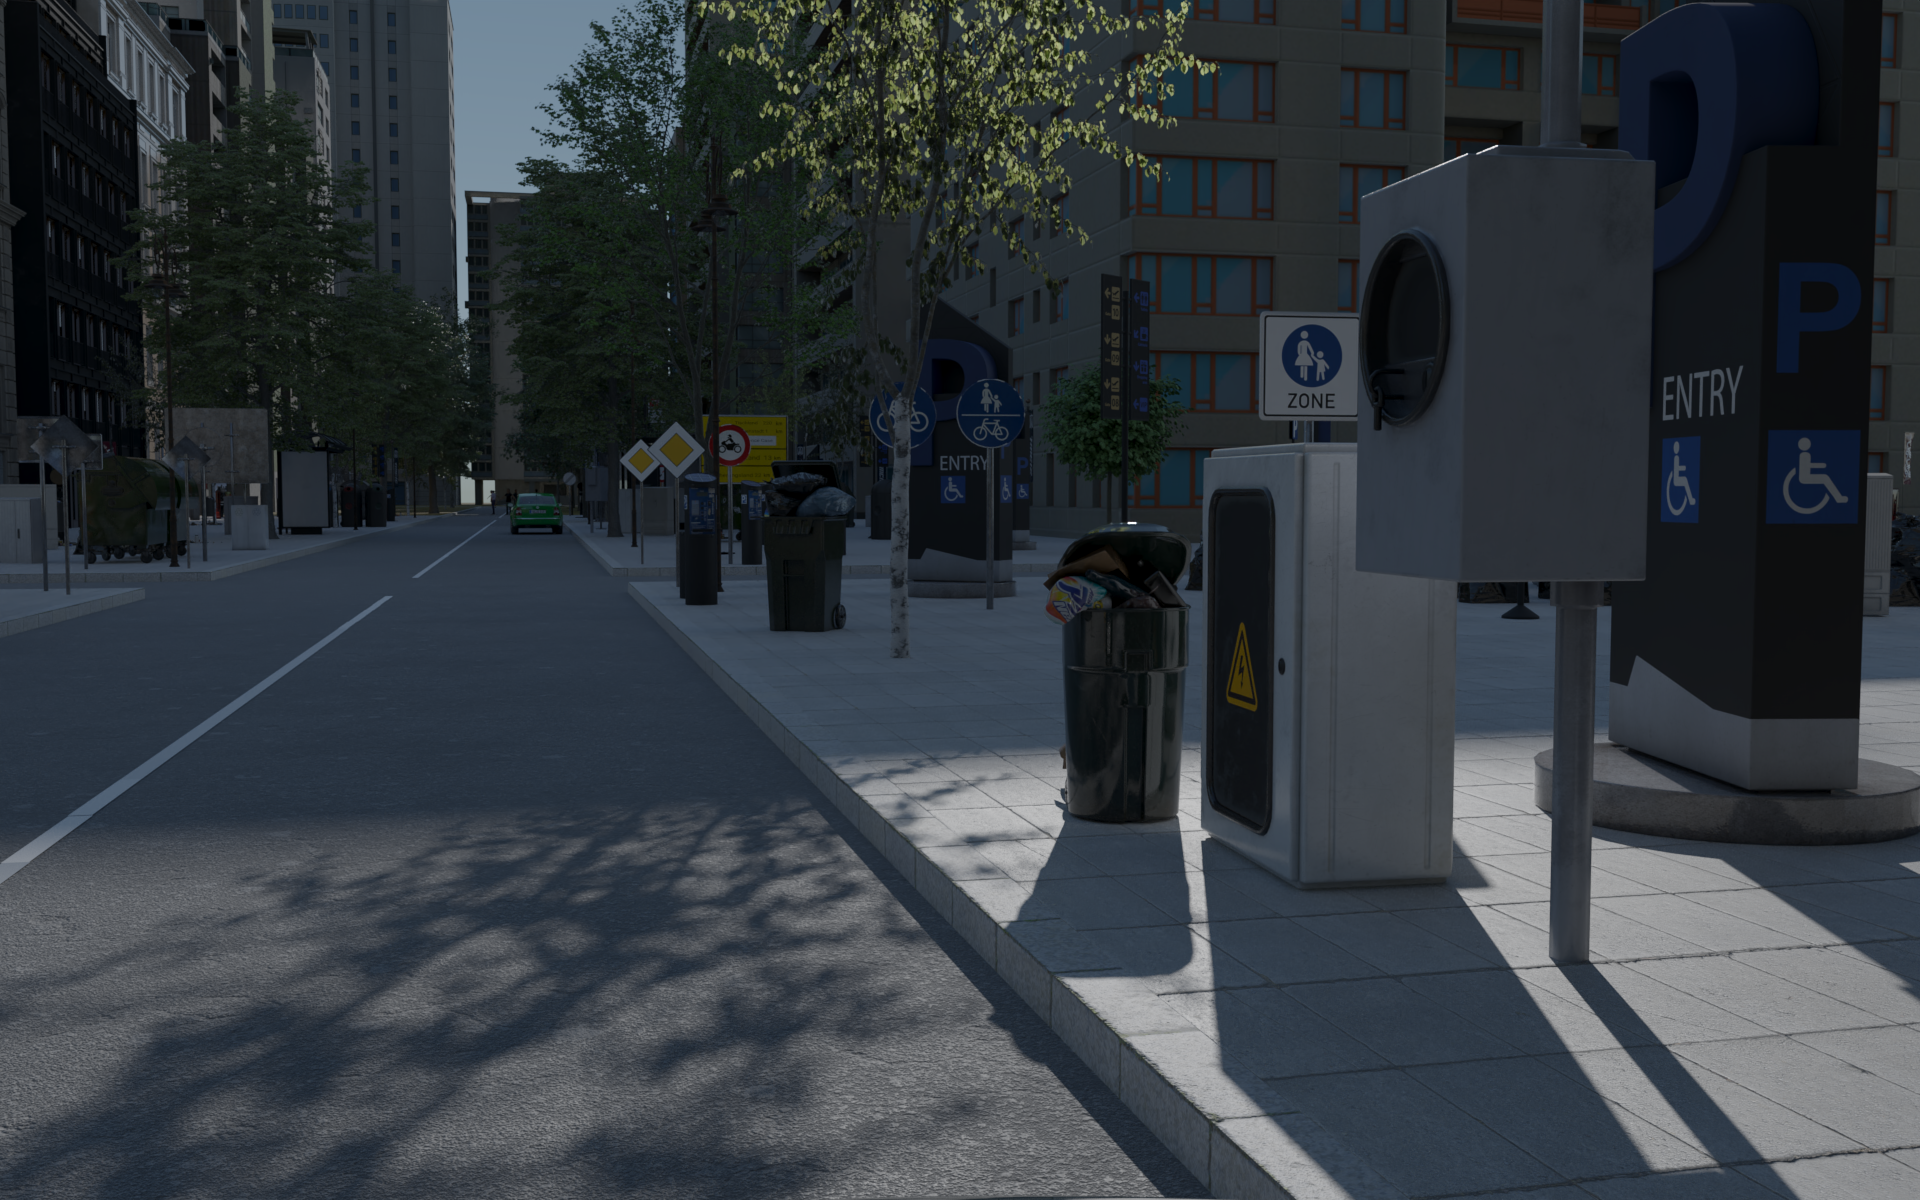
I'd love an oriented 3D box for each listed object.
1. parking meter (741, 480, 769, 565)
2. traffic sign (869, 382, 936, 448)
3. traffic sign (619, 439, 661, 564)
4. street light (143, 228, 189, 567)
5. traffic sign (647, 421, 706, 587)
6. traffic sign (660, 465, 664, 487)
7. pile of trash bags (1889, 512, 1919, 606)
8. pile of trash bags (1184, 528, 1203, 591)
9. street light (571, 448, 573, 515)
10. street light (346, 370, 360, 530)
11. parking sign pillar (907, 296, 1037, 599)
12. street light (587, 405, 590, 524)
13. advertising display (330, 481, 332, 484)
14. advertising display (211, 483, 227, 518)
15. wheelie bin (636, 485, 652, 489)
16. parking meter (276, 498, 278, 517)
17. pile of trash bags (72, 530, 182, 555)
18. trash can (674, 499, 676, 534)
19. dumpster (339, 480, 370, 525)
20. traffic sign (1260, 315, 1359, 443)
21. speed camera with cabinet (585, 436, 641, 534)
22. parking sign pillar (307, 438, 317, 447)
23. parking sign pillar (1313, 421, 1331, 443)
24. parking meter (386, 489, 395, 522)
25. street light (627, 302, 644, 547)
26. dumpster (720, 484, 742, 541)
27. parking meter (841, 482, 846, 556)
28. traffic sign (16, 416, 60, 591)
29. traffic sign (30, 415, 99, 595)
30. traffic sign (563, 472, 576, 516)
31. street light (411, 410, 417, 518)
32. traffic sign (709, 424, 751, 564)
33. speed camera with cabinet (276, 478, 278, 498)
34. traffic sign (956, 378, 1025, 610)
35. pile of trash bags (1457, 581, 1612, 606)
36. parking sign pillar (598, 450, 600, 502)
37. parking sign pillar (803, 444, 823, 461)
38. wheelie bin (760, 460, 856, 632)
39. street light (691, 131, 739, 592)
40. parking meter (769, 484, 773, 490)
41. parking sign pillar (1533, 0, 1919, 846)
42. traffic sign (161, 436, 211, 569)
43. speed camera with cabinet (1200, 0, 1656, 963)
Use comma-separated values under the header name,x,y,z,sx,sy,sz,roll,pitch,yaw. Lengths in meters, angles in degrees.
name,x,y,z,sx,sy,sz,roll,pitch,yaw
parking meter,-3.781,-1.409,31.447,0.372,1.533,0.369,0,3,0
traffic sign,-0.655,-1.202,19.751,0.768,2.556,0.104,0,4,-5
traffic sign,-5.811,-1.710,31.605,0.795,2.450,0.064,-1,4,-14
street light,-13.845,-3.521,30.349,0.468,5.910,1.993,-1,4,-14
traffic sign,-3.898,-1.236,23.851,0.795,2.450,0.064,-1,4,-14
traffic sign,-12.860,-4.572,74.855,0.768,2.556,0.104,0,4,-7
pile of trash bags,12.138,-0.620,19.895,3.447,1.369,1.912,2,4,28
pile of trash bags,4.352,-0.887,24.256,1.912,1.369,3.447,1,4,21
street light,-23.391,-8.042,104.279,0.468,5.910,1.993,-1,4,-14
street light,-21.567,-5.435,61.642,0.468,5.910,1.993,-1,4,-14
parking sign pillar,-0.006,-2.040,21.829,1.447,3.967,1.447,2,4,26
street light,-15.659,-6.130,73.014,0.468,5.910,1.993,-1,4,-14
advertising display,-29.660,-4.685,81.820,0.123,1.923,0.974,-2,4,-28
advertising display,-40.352,-5.454,94.381,0.123,1.923,0.974,2,4,27
wheelie bin,-10.791,-3.116,58.847,0.980,1.594,0.693,-2,4,-30
parking meter,-38.038,-5.410,96.866,0.372,1.533,0.369,0,3,0
pile of trash bags,-18.038,-1.741,38.219,1.912,1.369,3.447,0,4,-4
trash can,-9.355,-2.685,55.549,0.748,1.137,0.748,0,3,0
dumpster,-24.419,-3.933,70.070,1.264,1.857,1.865,-1,4,-14
traffic sign,1.972,-0.471,9.830,0.606,2.300,0.079,-1,4,-11
speed camera with cabinet,-11.364,-3.825,56.876,2.038,3.252,0.660,2,4,32
parking sign pillar,-26.411,-5.041,70.889,1.447,3.967,1.447,0,4,-4
parking sign pillar,8.867,-3.342,43.122,1.447,3.967,1.447,0,4,2
parking meter,-26.591,-4.432,80.867,0.372,1.533,0.369,0,3,0
street light,-7.883,-4.219,41.768,0.468,5.910,1.993,-1,4,-14
dumpster,-6.293,-2.703,46.682,1.502,2.255,1.985,-1,4,-14
parking meter,-2.571,-1.701,36.216,0.372,1.533,0.369,0,3,0
traffic sign,-12.084,-1.266,22.835,0.606,2.300,0.079,-1,4,-10
traffic sign,-11.373,-1.125,22.034,0.795,2.450,0.064,-1,4,-14
traffic sign,-22.951,-6.223,101.856,0.768,2.556,0.104,0,4,-7
street light,-29.420,-7.371,93.303,0.468,5.910,1.993,-1,4,-14
traffic sign,-4.202,-1.930,31.658,0.768,2.556,0.104,-1,4,-10
speed camera with cabinet,-35.462,-6.009,92.585,2.038,3.252,0.660,-3,5,-44
traffic sign,0.334,-1.167,19.190,0.768,2.556,0.104,0,4,-8
pile of trash bags,7.547,-0.666,20.650,3.447,1.369,1.912,1,4,20
parking sign pillar,-21.742,-7.095,104.475,1.447,3.967,1.447,-1,4,-21
parking sign pillar,-8.011,-6.481,94.431,1.447,3.967,1.447,3,5,44
wheelie bin,-1.443,-0.514,16.308,0.980,1.594,0.693,1,4,16
street light,-3.184,-3.044,22.551,0.468,5.910,1.993,-1,4,-14
parking meter,-4.891,-2.154,43.637,0.372,1.533,0.369,0,3,0
parking sign pillar,3.085,-1.127,6.906,1.447,3.967,1.447,0,4,-2
traffic sign,-13.287,-1.599,29.788,0.795,2.450,0.064,-1,4,-14
speed camera with cabinet,1.352,-0.681,5.470,0.660,3.252,2.038,-1,4,-11
